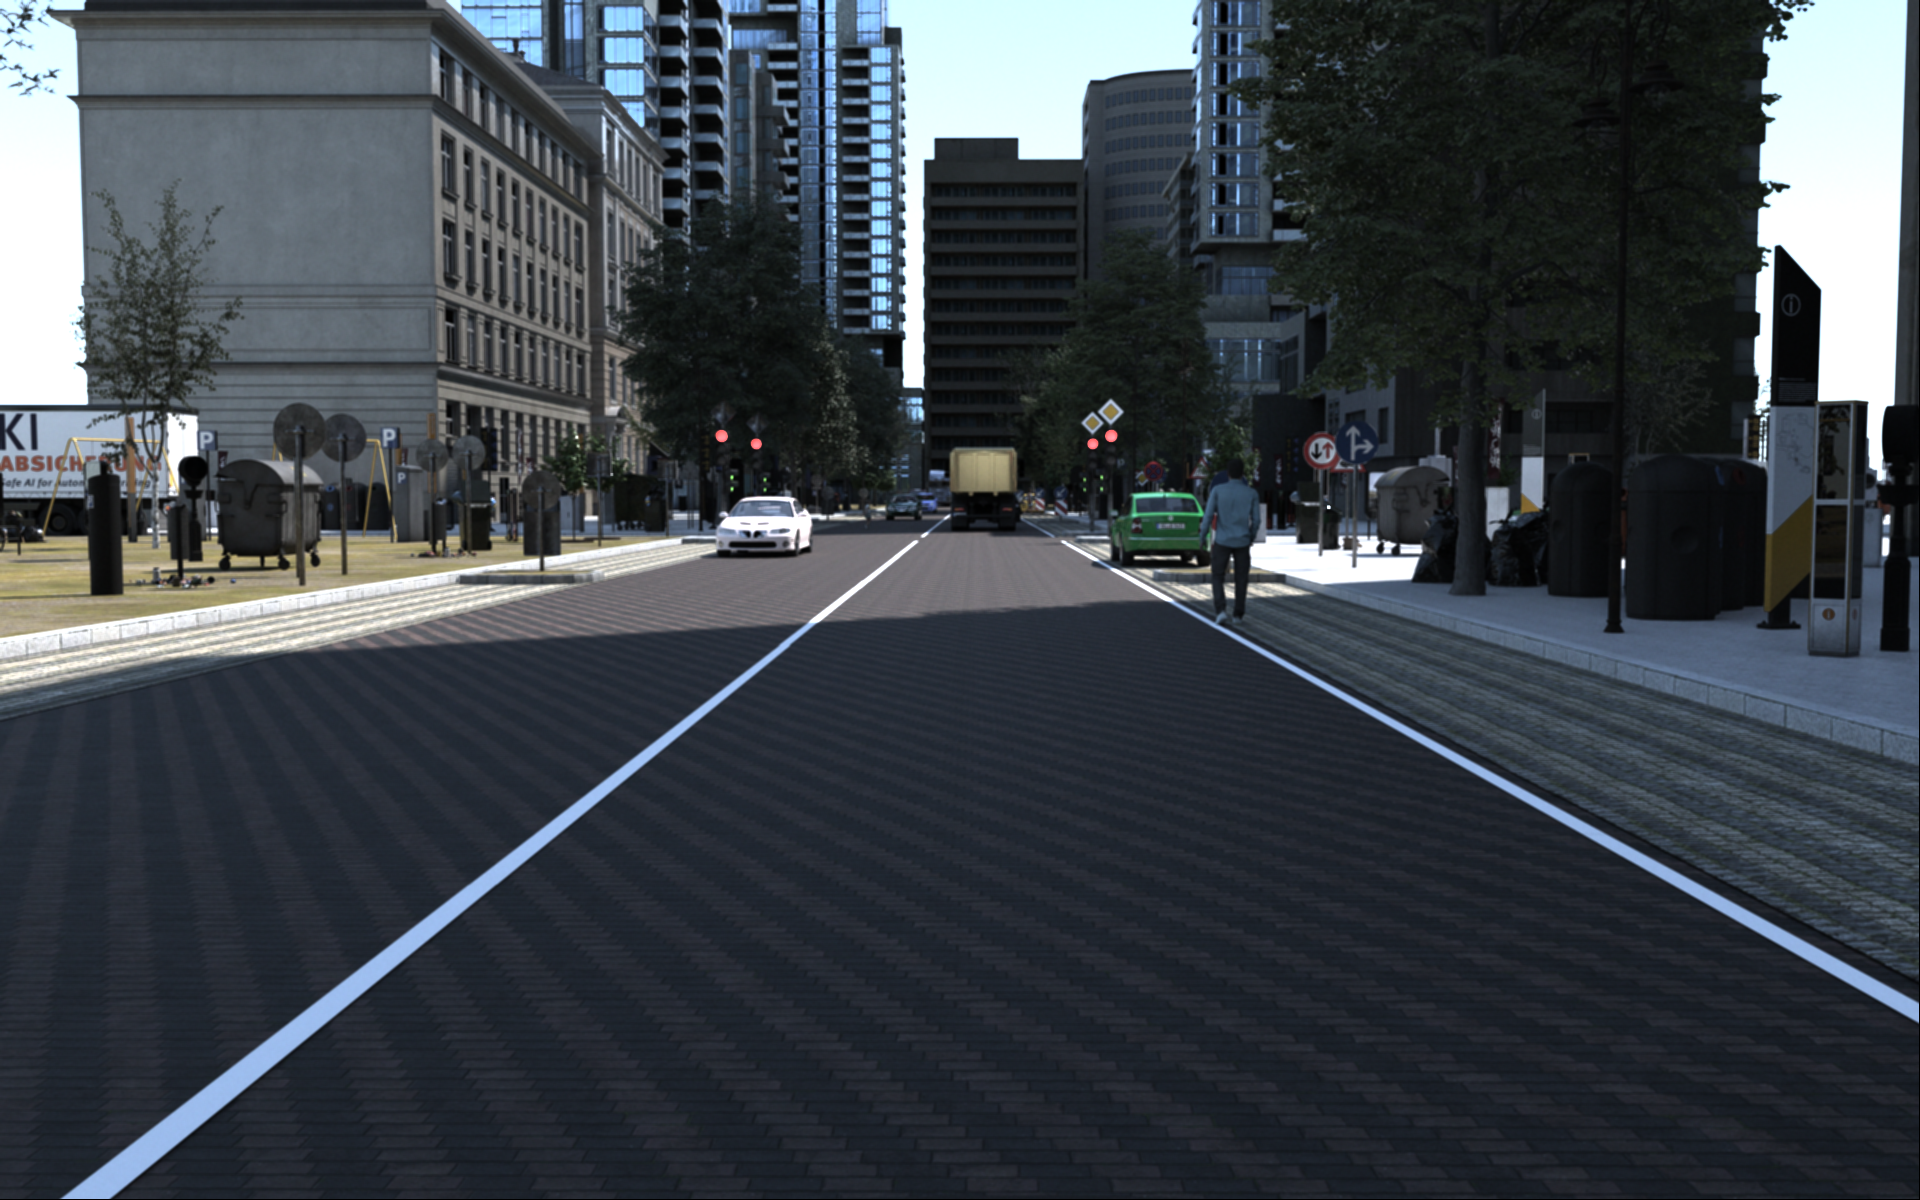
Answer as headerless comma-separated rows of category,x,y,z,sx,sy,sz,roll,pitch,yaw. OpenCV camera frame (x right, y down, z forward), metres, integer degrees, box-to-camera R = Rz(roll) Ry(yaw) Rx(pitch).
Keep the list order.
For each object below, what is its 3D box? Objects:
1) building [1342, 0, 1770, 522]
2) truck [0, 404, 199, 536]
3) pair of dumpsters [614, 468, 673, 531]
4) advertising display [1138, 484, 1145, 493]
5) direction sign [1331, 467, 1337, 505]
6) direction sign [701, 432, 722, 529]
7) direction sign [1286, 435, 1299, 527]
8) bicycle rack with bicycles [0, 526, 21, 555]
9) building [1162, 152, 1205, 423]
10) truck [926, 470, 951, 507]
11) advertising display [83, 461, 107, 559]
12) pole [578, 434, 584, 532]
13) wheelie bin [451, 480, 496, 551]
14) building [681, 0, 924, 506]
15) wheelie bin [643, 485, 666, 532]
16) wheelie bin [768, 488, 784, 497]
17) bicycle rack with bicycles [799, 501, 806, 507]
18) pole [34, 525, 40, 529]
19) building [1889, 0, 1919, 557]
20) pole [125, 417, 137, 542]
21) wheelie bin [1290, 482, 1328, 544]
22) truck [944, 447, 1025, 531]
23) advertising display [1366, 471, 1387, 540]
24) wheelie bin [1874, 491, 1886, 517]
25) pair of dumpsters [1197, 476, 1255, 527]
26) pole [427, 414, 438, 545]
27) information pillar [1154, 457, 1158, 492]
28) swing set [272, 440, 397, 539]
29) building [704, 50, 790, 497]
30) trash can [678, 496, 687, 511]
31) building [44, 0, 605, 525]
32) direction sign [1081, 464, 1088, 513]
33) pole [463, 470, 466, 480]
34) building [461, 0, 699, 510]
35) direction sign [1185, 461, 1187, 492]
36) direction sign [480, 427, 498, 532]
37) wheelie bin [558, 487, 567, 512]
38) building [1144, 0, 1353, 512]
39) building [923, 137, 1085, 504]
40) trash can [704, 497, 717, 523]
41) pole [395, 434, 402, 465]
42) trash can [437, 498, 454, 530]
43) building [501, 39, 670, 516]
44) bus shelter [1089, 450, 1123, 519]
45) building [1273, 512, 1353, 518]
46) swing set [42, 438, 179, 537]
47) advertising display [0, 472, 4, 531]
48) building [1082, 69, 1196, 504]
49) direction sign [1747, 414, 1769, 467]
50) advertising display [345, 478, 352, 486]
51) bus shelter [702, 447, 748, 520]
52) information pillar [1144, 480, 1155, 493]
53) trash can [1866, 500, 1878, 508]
building,24.915,-18.564,75.217,14.107,30.474,14.160,0,4,1
truck,-30.345,-4.053,55.178,11.283,4.237,2.839,0,4,-1
pair of dumpsters,-11.467,-3.667,62.453,1.574,2.255,4.437,0,4,0
advertising display,9.403,-5.207,90.341,0.123,1.923,0.974,-1,4,-22
direction sign,16.101,-5.050,74.568,0.379,3.537,0.876,0,4,-4
direction sign,-9.032,-4.363,63.328,0.876,3.537,0.379,-1,4,-15
direction sign,12.870,-4.596,67.149,0.379,3.537,0.876,-1,4,-21
bicycle rack with bicycles,-20.811,-1.344,35.350,2.852,0.926,2.925,0,4,4
building,35.266,-30.258,186.604,32.217,40.220,23.993,0,4,1
truck,-2.395,-12.917,200.949,2.967,4.110,18.799,0,4,-1
advertising display,-16.815,-1.743,33.718,0.123,1.923,0.974,-3,5,-44
pole,-12.764,-3.948,58.390,0.158,3.312,0.155,0,3,0
wheelie bin,-11.076,-1.925,39.384,0.980,1.594,0.693,-2,4,-29
building,-20.457,-56.599,238.072,31.000,86.520,22.319,0,4,1
wheelie bin,-10.288,-3.101,58.615,0.693,1.594,0.980,1,4,12
wheelie bin,-9.687,-5.075,90.878,0.980,1.594,0.693,-2,4,-27
bicycle rack with bicycles,-12.371,-7.219,131.413,2.925,0.926,2.852,-3,5,-44
pole,-33.760,-4.244,63.239,0.158,3.312,0.155,0,3,0
building,29.975,-24.493,24.159,21.300,48.544,21.600,0,4,1
pole,-22.094,-3.200,46.163,0.158,3.312,0.155,0,3,0
wheelie bin,9.051,-2.273,45.076,0.980,1.594,0.693,0,4,-4
truck,0.980,-4.576,70.747,3.469,3.379,9.791,0,4,1
advertising display,11.878,-2.645,48.461,0.974,1.923,0.123,0,4,3
wheelie bin,52.472,-5.561,98.824,0.693,1.594,0.980,1,4,18
pair of dumpsters,9.699,-3.710,63.153,1.574,2.255,4.437,0,4,1
pole,-13.404,-3.066,43.973,0.158,3.312,0.155,0,3,0
information pillar,12.499,-7.285,110.466,0.183,3.616,0.504,3,4,37
swing set,-18.010,-3.148,49.093,3.119,2.851,2.862,-3,4,-37
building,-34.105,-34.741,187.628,30.456,49.044,23.786,0,4,1
trash can,-20.601,-7.155,128.645,0.748,1.137,0.748,0,3,0
building,-28.584,-15.399,85.050,16.112,22.955,30.059,0,4,1
direction sign,8.780,-7.816,119.781,0.876,3.537,0.379,2,4,32
pole,-19.424,-4.538,68.037,0.158,3.312,0.155,0,3,0
building,-30.778,-51.133,148.697,22.319,86.520,31.000,0,4,1
direction sign,14.177,-7.145,108.815,0.379,3.537,0.876,1,4,14
direction sign,-16.121,-4.118,59.328,0.379,3.537,0.876,1,4,22
wheelie bin,-17.270,-4.091,74.791,0.693,1.594,0.980,-3,4,-39
building,29.641,-51.667,157.419,22.319,86.520,31.000,0,4,1
building,5.835,-37.590,238.290,21.600,48.544,21.300,0,4,1
trash can,-11.023,-4.014,77.287,0.748,1.137,0.748,0,3,0
pole,-19.154,-3.994,59.146,0.158,3.312,0.155,0,3,0
trash can,-18.282,-3.047,61.479,0.748,1.137,0.748,0,3,0
building,-26.702,-19.816,109.899,13.634,28.700,20.117,0,4,1
bus shelter,7.401,-6.026,89.802,1.731,3.624,6.357,0,4,1
building,29.986,-48.428,104.461,22.319,86.520,31.000,0,4,1
swing set,-24.052,-3.184,49.674,2.862,2.851,3.119,2,4,26
advertising display,-28.285,-2.772,50.538,0.974,1.923,0.123,2,4,26
building,31.247,-42.561,237.873,28.212,58.520,21.231,0,4,1
direction sign,22.844,-3.507,49.330,0.876,3.537,0.379,0,4,4
advertising display,-24.534,-3.927,69.427,0.123,1.923,0.974,0,4,-5
bus shelter,-11.808,-5.887,87.529,1.731,3.624,6.357,0,4,1
information pillar,9.506,-5.067,87.329,0.304,2.012,0.304,-2,4,-35
trash can,48.567,-4.928,92.221,0.748,1.137,0.748,0,3,0
